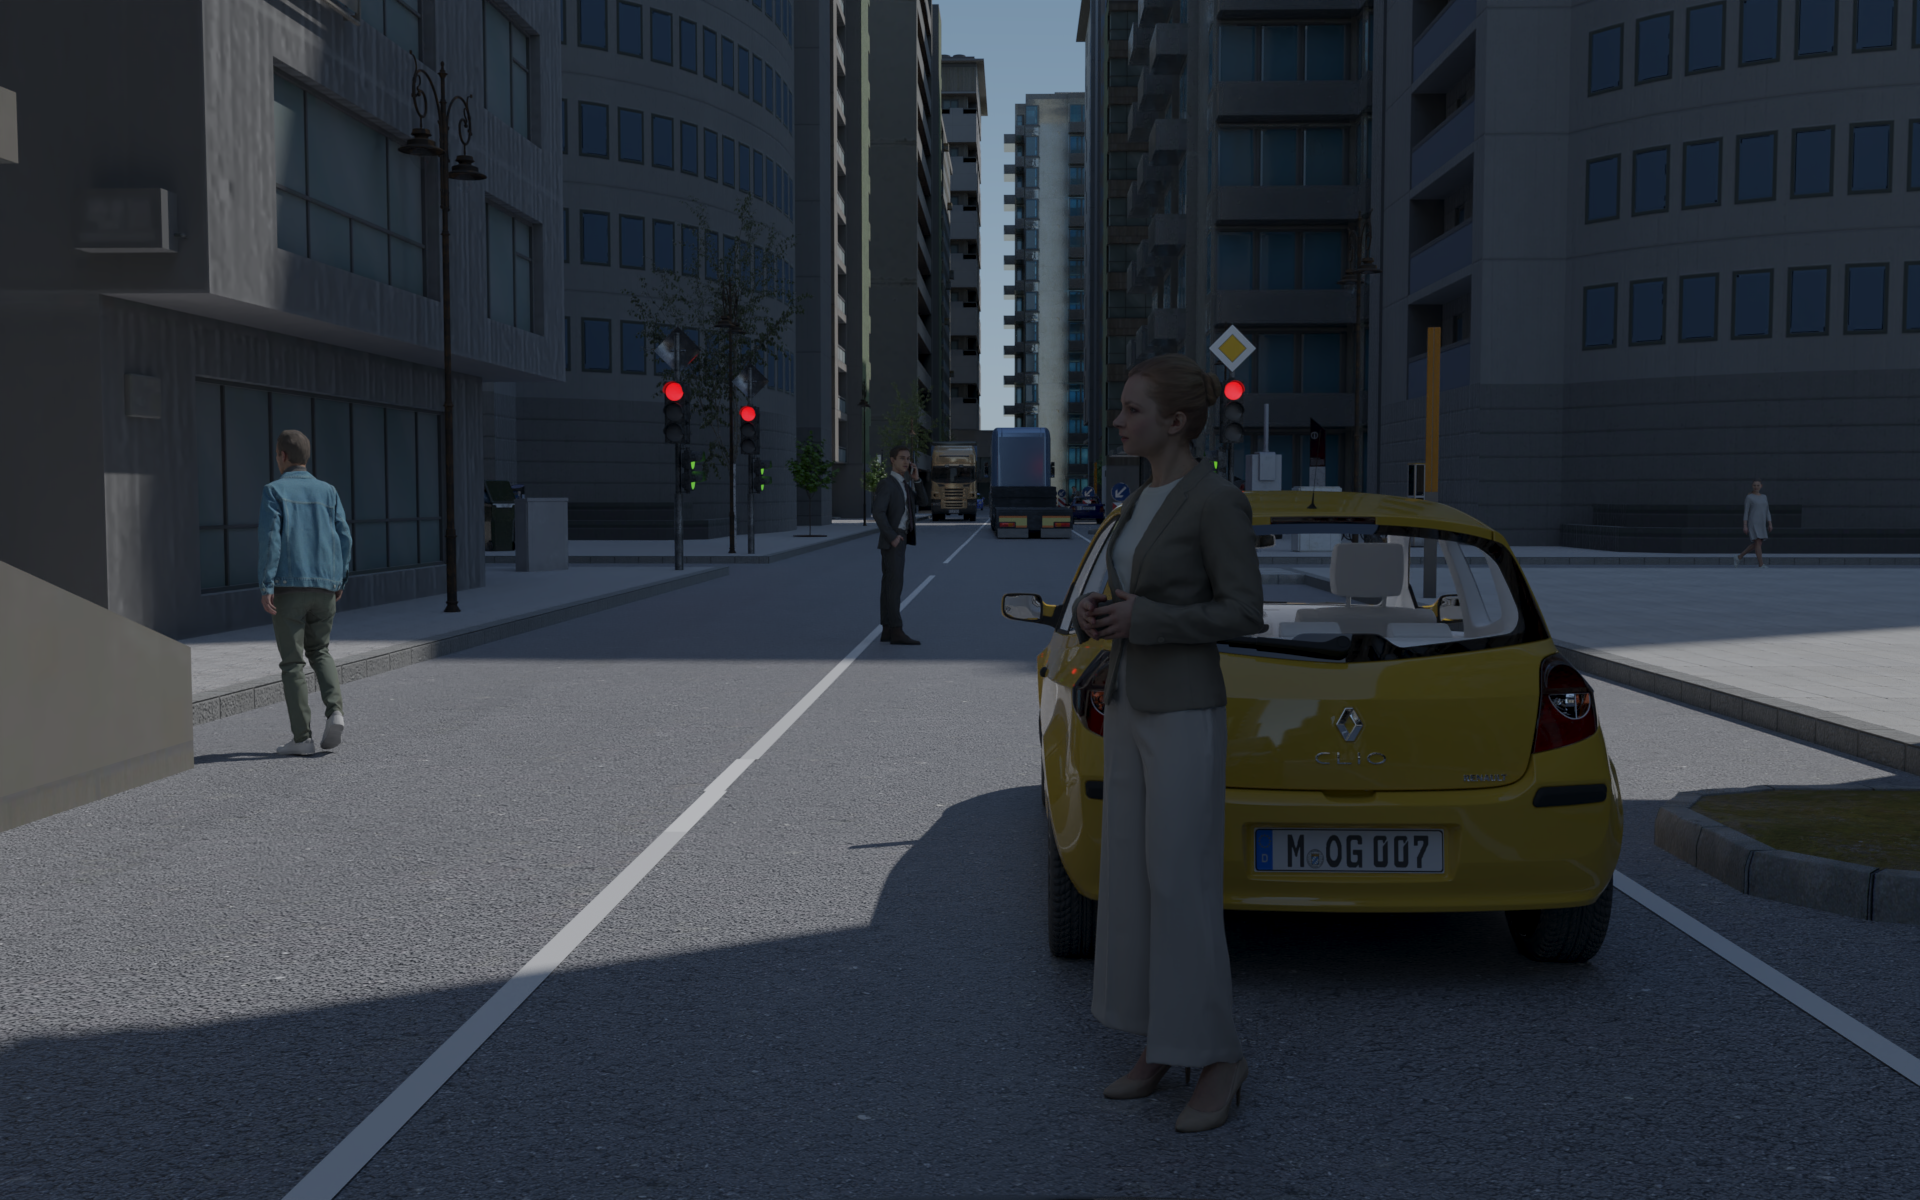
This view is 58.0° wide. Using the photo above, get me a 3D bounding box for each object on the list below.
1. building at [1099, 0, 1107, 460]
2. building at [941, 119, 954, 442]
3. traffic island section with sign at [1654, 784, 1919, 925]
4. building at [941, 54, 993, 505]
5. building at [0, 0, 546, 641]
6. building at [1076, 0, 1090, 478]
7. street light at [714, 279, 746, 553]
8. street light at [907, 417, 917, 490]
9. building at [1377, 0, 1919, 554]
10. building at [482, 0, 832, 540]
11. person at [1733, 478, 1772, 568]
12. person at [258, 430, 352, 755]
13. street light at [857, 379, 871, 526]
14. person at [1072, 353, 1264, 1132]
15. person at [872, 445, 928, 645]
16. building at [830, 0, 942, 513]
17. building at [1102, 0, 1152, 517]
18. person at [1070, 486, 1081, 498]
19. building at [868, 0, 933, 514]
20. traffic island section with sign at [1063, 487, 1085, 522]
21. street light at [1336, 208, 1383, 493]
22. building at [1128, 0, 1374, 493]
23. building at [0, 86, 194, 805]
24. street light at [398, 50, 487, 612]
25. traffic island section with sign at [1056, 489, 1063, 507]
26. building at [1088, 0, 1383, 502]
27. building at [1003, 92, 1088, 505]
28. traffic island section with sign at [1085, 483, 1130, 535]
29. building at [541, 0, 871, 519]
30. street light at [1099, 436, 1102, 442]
[{"bbox_3d":[17.266,-28.973,123.822,14.600,45.320,14.200,0,4,2],"label":"building"},{"bbox_3d":[-12.755,-29.393,172.454,23.993,40.220,32.217,0,4,2],"label":"building"},{"bbox_3d":[3.818,0.126,6.568,1.989,1.847,2.006,0,4,2],"label":"traffic island section with sign"},{"bbox_3d":[-8.439,-37.940,209.559,27.495,52.752,28.713,0,4,2],"label":"building"},{"bbox_3d":[-12.644,-20.560,19.748,14.086,41.232,14.154,0,4,2],"label":"building"},{"bbox_3d":[26.333,-35.702,172.972,28.713,52.752,27.495,0,4,2],"label":"building"},{"bbox_3d":[-4.933,-3.947,37.322,0.468,5.910,1.993,0,4,2],"label":"street light"},{"bbox_3d":[-2.835,-7.913,102.167,0.468,5.910,1.993,0,4,2],"label":"street light"},{"bbox_3d":[26.833,-30.749,44.753,28.212,58.520,21.231,0,4,2],"label":"building"},{"bbox_3d":[-16.388,-31.587,58.448,21.231,58.520,28.212,0,4,2],"label":"building"},{"bbox_3d":[14.824,-1.413,32.359,0.466,1.731,0.760,-3,5,-44],"label":"person"},{"bbox_3d":[-3.596,-0.041,9.514,0.444,1.785,0.601,3,5,42],"label":"person"},{"bbox_3d":[-3.835,-5.918,69.544,0.468,5.910,1.993,0,4,2],"label":"street light"},{"bbox_3d":[0.453,0.304,4.079,0.362,1.759,0.519,-2,4,-25],"label":"person"},{"bbox_3d":[-0.561,-0.541,16.704,0.474,1.900,0.648,1,4,9],"label":"person"},{"bbox_3d":[-8.786,-27.950,140.570,14.154,41.232,14.086,0,4,2],"label":"building"},{"bbox_3d":[15.367,-20.210,102.135,14.160,30.474,14.107,0,4,2],"label":"building"},{"bbox_3d":[6.050,-5.021,90.400,0.655,1.846,0.447,3,4,38],"label":"person"},{"bbox_3d":[-13.101,-30.518,122.665,21.300,48.544,21.600,0,4,2],"label":"building"},{"bbox_3d":[6.435,-4.899,88.725,1.989,1.847,2.006,0,4,2],"label":"traffic island section with sign"},{"bbox_3d":[6.510,-3.400,28.379,0.468,5.910,1.993,0,4,2],"label":"street light"},{"bbox_3d":[18.590,-27.622,71.226,23.786,49.044,30.456,0,4,2],"label":"building"},{"bbox_3d":[-20.325,-18.931,1.409,32.217,40.220,23.993,0,4,2],"label":"building"},{"bbox_3d":[-5.525,-2.806,18.668,0.468,5.910,1.993,0,4,2],"label":"street light"},{"bbox_3d":[8.916,-9.676,166.829,1.989,1.847,2.006,0,4,2],"label":"traffic island section with sign"},{"bbox_3d":[21.336,-36.865,144.750,21.231,58.520,28.212,0,4,2],"label":"building"},{"bbox_3d":[20.437,-35.869,206.071,30.456,49.044,23.786,0,4,2],"label":"building"},{"bbox_3d":[5.577,-3.251,61.783,1.989,1.847,2.006,0,4,2],"label":"traffic island section with sign"},{"bbox_3d":[-12.147,-24.731,87.950,14.154,41.232,14.086,0,4,2],"label":"building"},{"bbox_3d":[9.177,-8.482,111.473,0.468,5.910,1.993,0,4,2],"label":"street light"}]
